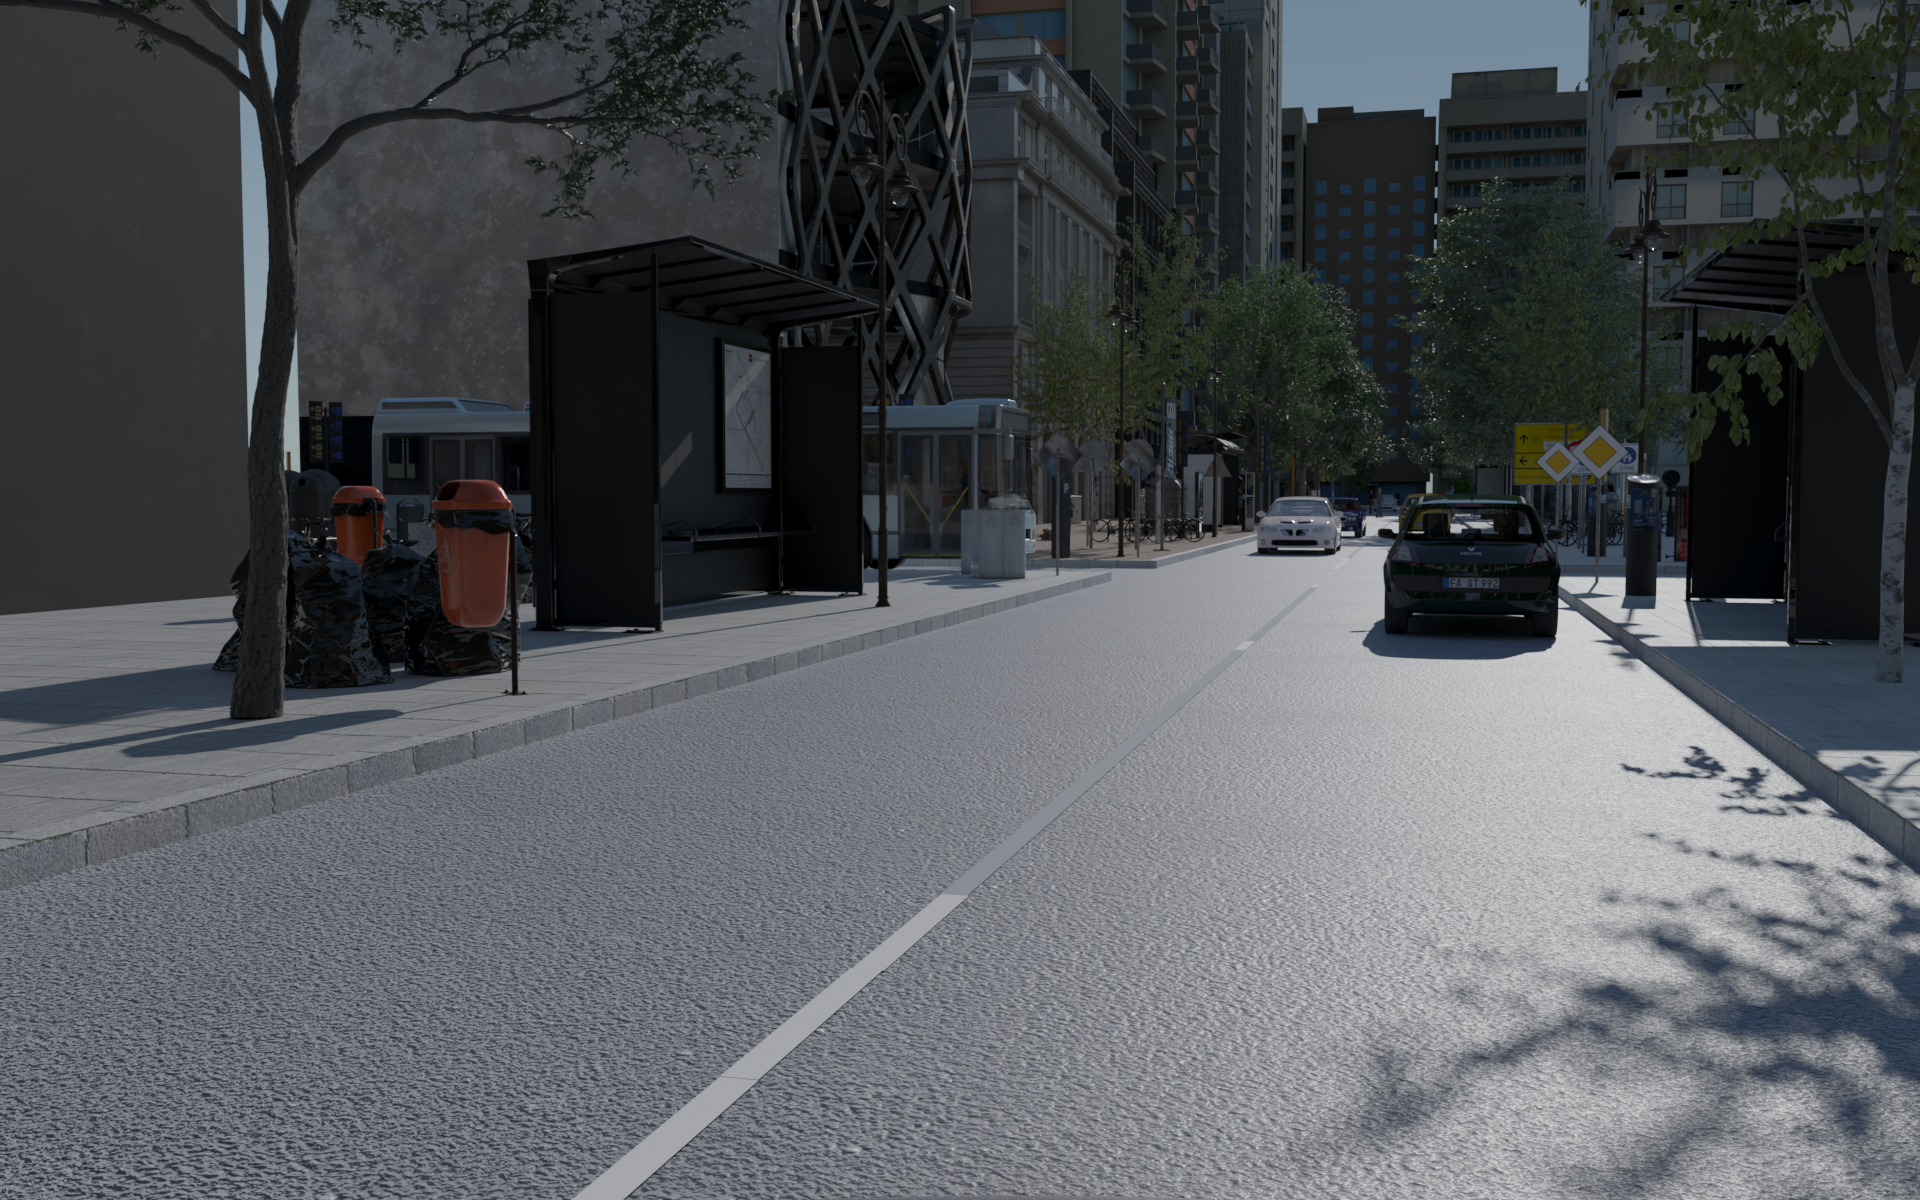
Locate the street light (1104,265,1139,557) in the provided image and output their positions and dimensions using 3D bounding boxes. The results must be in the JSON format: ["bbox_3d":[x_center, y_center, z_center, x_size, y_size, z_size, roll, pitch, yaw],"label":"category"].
[{"bbox_3d":[3.283,-3.816,35.176,0.468,5.910,1.993,1,4,15],"label":"street light"}]

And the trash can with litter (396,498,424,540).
[{"bbox_3d":[-8.902,-1.115,29.290,1.678,1.210,2.233,2,4,33],"label":"trash can with litter"}]

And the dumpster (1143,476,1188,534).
[{"bbox_3d":[6.648,-3.080,56.122,1.264,1.857,1.865,1,4,15],"label":"dumpster"}]

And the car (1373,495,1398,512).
[{"bbox_3d":[35.159,-8.002,143.187,2.083,1.381,4.827,1,4,13],"label":"car"}]

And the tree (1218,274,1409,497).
[{"bbox_3d":[17.988,-10.599,90.300,9.611,12.733,9.660,0,3,0],"label":"tree"}]

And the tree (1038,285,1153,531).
[{"bbox_3d":[4.703,-6.733,60.447,4.360,8.622,3.978,0,3,0],"label":"tree"}]

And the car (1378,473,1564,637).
[{"bbox_3d":[5.568,-0.558,18.914,2.009,1.686,4.222,1,4,16],"label":"car"}]

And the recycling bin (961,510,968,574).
[{"bbox_3d":[0.499,-0.934,27.820,0.722,1.027,0.722,3,4,38],"label":"recycling bin"}]

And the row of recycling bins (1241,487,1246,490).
[{"bbox_3d":[16.038,-5.914,103.806,1.069,1.692,3.534,-3,5,-41],"label":"row of recycling bins"}]

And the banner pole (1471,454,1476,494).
[{"bbox_3d":[28.630,-6.519,96.603,0.401,3.779,0.863,0,4,1],"label":"banner pole"}]

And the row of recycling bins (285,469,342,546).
[{"bbox_3d":[-11.903,-1.392,29.880,3.534,1.692,1.069,2,4,34],"label":"row of recycling bins"}]

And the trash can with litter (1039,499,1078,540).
[{"bbox_3d":[2.761,-2.293,48.879,1.055,1.170,0.624,-3,5,-42],"label":"trash can with litter"}]

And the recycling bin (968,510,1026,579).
[{"bbox_3d":[0.580,-0.851,26.474,0.722,1.027,0.722,-1,4,-11],"label":"recycling bin"}]

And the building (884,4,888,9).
[{"bbox_3d":[-8.756,-55.508,220.229,31.000,86.520,22.319,1,4,15],"label":"building"}]

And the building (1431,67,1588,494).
[{"bbox_3d":[66.022,-35.294,200.751,21.600,48.544,21.300,1,4,15],"label":"building"}]

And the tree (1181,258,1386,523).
[{"bbox_3d":[13.313,-9.246,76.922,9.928,11.665,9.643,0,3,0],"label":"tree"}]

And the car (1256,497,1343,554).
[{"bbox_3d":[8.412,-1.858,42.740,2.083,1.381,4.827,1,4,15],"label":"car"}]

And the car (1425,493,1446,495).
[{"bbox_3d":[24.607,-4.944,89.870,2.155,1.783,4.494,1,4,15],"label":"car"}]

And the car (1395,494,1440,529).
[{"bbox_3d":[15.767,-2.966,58.721,2.015,1.641,3.980,1,4,15],"label":"car"}]

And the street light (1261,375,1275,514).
[{"bbox_3d":[11.935,-5.778,67.255,0.468,5.910,1.993,1,4,15],"label":"street light"}]

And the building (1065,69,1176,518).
[{"bbox_3d":[5.133,-16.499,99.442,12.332,23.373,15.834,1,4,15],"label":"building"}]

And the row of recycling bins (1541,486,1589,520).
[{"bbox_3d":[30.018,-4.844,86.319,3.534,1.692,1.069,1,4,14],"label":"row of recycling bins"}]

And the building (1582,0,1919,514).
[{"bbox_3d":[59.862,-32.660,123.225,28.713,52.752,27.495,1,4,15],"label":"building"}]

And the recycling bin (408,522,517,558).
[{"bbox_3d":[-4.416,-0.176,15.427,0.722,1.027,0.722,1,4,11],"label":"recycling bin"}]

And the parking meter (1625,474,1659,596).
[{"bbox_3d":[8.620,-0.824,21.886,0.372,1.533,0.369,0,3,0],"label":"parking meter"}]

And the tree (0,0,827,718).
[{"bbox_3d":[-3.700,-4.603,9.676,7.601,10.594,8.767,-1,4,-10],"label":"tree"}]

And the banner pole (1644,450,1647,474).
[{"bbox_3d":[34.273,-5.940,87.136,0.863,3.779,0.401,-3,4,-36],"label":"banner pole"}]

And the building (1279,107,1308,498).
[{"bbox_3d":[31.401,-35.870,210.168,21.600,48.544,21.300,1,4,15],"label":"building"}]

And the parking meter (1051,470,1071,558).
[{"bbox_3d":[2.024,-1.772,34.685,0.255,1.863,0.399,2,4,33],"label":"parking meter"}]

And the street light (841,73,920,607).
[{"bbox_3d":[-0.879,-2.863,19.604,0.468,5.910,1.993,1,4,15],"label":"street light"}]

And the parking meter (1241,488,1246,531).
[{"bbox_3d":[9.962,-3.163,60.126,0.372,1.533,0.369,0,3,0],"label":"parking meter"}]

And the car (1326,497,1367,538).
[{"bbox_3d":[12.690,-2.784,58.092,1.945,1.354,3.894,1,4,16],"label":"car"}]

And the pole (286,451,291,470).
[{"bbox_3d":[-32.082,-5.443,82.830,0.158,3.312,0.155,0,3,0],"label":"pole"}]

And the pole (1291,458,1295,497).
[{"bbox_3d":[19.004,-6.422,98.839,0.158,3.312,0.155,0,3,0],"label":"pole"}]

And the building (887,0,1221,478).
[{"bbox_3d":[6.943,-28.839,126.136,22.147,44.769,28.867,1,4,15],"label":"building"}]

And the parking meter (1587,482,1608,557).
[{"bbox_3d":[13.076,-1.660,35.545,0.372,1.533,0.369,0,3,0],"label":"parking meter"}]

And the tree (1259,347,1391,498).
[{"bbox_3d":[21.911,-11.602,107.813,7.486,12.596,7.792,0,3,0],"label":"tree"}]

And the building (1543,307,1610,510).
[{"bbox_3d":[66.367,-18.748,151.575,27.650,21.520,28.899,1,4,15],"label":"building"}]

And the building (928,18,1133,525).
[{"bbox_3d":[-0.582,-14.575,80.097,13.314,21.916,24.055,1,4,15],"label":"building"}]

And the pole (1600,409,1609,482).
[{"bbox_3d":[15.396,-2.914,41.488,0.158,3.312,0.155,0,3,0],"label":"pole"}]

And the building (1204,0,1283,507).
[{"bbox_3d":[19.823,-44.547,166.599,20.611,71.187,20.563,1,4,15],"label":"building"}]

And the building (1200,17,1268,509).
[{"bbox_3d":[18.159,-28.306,146.401,14.154,41.232,14.086,1,4,15],"label":"building"}]

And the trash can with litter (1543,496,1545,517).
[{"bbox_3d":[30.152,-4.790,89.704,0.624,1.170,1.055,1,4,21],"label":"trash can with litter"}]

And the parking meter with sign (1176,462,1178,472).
[{"bbox_3d":[12.243,-5.976,93.969,0.543,3.016,1.738,2,4,25],"label":"parking meter with sign"}]

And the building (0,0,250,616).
[{"bbox_3d":[-18.295,-11.493,17.594,15.834,23.373,12.332,1,4,15],"label":"building"}]

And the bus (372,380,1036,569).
[{"bbox_3d":[-4.430,-2.290,32.299,13.247,3.499,2.948,1,4,16],"label":"bus"}]

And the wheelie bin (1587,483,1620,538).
[{"bbox_3d":[18.951,-2.640,51.065,0.980,1.594,0.693,3,5,44],"label":"wheelie bin"}]

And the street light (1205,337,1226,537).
[{"bbox_3d":[7.542,-4.798,51.234,0.468,5.910,1.993,1,4,15],"label":"street light"}]

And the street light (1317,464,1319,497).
[{"bbox_3d":[20.659,-7.781,100.007,0.468,5.910,1.993,1,4,15],"label":"street light"}]

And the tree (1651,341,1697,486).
[{"bbox_3d":[34.497,-7.977,80.788,4.360,8.622,3.978,0,3,0],"label":"tree"}]

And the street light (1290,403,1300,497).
[{"bbox_3d":[16.271,-6.801,83.985,0.468,5.910,1.993,1,4,15],"label":"street light"}]

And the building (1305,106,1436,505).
[{"bbox_3d":[47.968,-33.792,202.617,14.200,45.320,14.600,1,4,15],"label":"building"}]

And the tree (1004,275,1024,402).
[{"bbox_3d":[3.227,-6.401,55.015,4.737,8.622,4.395,0,3,0],"label":"tree"}]

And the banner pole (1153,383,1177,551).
[{"bbox_3d":[4.707,-3.013,39.286,0.401,3.779,0.863,3,4,36],"label":"banner pole"}]

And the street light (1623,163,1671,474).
[{"bbox_3d":[9.699,-3.168,24.589,0.468,5.910,1.993,1,4,15],"label":"street light"}]

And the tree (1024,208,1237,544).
[{"bbox_3d":[4.880,-5.750,44.368,4.737,8.622,4.395,0,3,0],"label":"tree"}]

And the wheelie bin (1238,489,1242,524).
[{"bbox_3d":[11.694,-4.014,73.538,0.693,1.594,0.980,3,5,40],"label":"wheelie bin"}]

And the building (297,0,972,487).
[{"bbox_3d":[-8.360,-11.423,54.219,16.820,18.784,16.811,1,4,15],"label":"building"}]
